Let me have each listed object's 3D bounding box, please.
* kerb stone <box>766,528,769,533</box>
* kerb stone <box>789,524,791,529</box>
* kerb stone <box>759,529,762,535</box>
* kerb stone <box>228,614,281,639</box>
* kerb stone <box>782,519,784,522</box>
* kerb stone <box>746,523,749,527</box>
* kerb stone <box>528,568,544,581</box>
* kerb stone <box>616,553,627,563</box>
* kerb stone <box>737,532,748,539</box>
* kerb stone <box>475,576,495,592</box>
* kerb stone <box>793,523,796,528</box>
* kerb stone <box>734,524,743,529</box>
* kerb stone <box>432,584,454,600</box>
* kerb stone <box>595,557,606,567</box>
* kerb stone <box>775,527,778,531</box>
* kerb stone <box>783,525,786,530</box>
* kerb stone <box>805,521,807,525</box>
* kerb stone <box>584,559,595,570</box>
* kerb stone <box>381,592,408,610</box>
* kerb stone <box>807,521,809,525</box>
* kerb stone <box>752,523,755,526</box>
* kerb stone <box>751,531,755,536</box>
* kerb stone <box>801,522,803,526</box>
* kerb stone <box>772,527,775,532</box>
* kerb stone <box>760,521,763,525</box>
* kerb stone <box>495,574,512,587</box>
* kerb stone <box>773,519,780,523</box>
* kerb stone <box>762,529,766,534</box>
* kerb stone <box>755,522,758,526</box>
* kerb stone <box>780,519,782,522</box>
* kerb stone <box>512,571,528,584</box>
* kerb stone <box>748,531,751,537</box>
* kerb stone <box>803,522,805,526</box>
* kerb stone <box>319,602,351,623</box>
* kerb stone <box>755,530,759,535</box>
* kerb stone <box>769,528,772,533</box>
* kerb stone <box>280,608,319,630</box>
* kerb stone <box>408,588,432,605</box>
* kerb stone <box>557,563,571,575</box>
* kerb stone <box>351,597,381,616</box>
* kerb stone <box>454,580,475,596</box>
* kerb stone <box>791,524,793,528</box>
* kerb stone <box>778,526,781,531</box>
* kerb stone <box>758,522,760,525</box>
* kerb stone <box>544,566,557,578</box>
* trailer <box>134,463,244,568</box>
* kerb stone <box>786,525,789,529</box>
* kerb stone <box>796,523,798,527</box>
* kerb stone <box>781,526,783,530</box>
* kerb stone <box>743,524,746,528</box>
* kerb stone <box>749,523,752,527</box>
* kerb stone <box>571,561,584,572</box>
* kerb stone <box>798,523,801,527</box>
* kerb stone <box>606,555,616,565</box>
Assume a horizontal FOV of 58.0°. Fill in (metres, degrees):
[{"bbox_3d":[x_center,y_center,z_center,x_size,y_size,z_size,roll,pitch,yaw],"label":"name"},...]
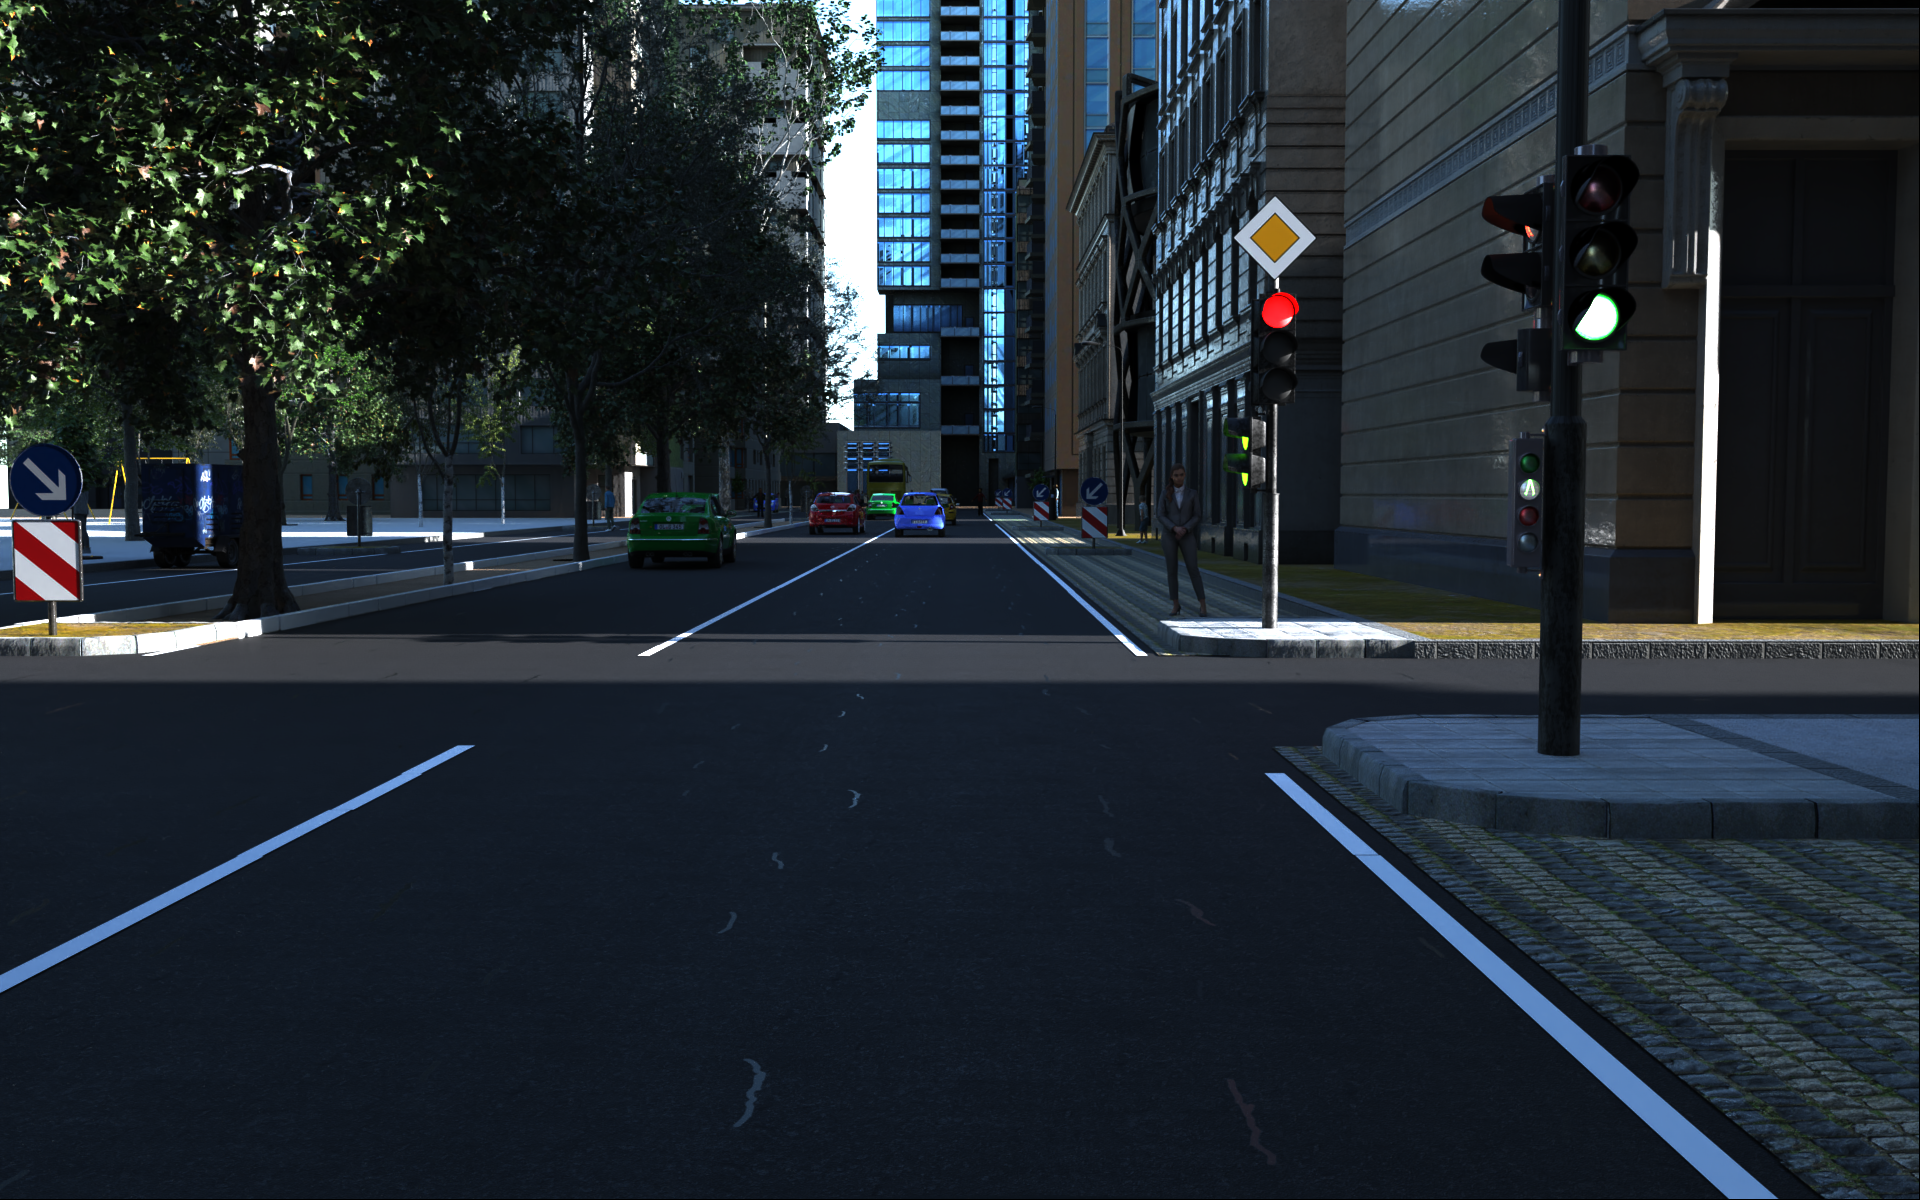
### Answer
[{"bbox_3d":[-7.145,-2.484,62.808,0.120,0.150,1.000,0,3,0],"label":"kerb stone"},{"bbox_3d":[-7.138,-2.979,71.007,0.120,0.150,1.000,0,3,0],"label":"kerb stone"},{"bbox_3d":[-7.143,-2.354,60.748,0.120,0.150,1.000,0,3,0],"label":"kerb stone"},{"bbox_3d":[-7.198,0.278,17.643,0.120,0.150,1.000,0,3,0],"label":"kerb stone"},{"bbox_3d":[-9.211,-4.046,88.351,0.120,0.150,1.000,0,3,0],"label":"kerb stone"},{"bbox_3d":[-9.233,-3.168,73.988,0.120,0.150,1.000,0,3,0],"label":"kerb stone"},{"bbox_3d":[-7.179,-0.412,28.936,0.120,0.150,1.000,0,3,0],"label":"kerb stone"},{"bbox_3d":[-7.167,-0.852,36.129,0.120,0.150,1.000,0,3,0],"label":"kerb stone"},{"bbox_3d":[-7.155,-2.108,56.656,0.120,0.150,1.000,0,3,0],"label":"kerb stone"},{"bbox_3d":[-7.180,-0.224,25.857,0.120,0.150,1.000,0,3,0],"label":"kerb stone"},{"bbox_3d":[-7.135,-3.110,73.051,0.120,0.150,1.000,0,3,0],"label":"kerb stone"},{"bbox_3d":[-9.236,-3.039,71.944,0.120,0.150,1.000,0,3,0],"label":"kerb stone"},{"bbox_3d":[-7.190,-0.098,23.796,0.120,0.150,1.000,0,3,0],"label":"kerb stone"},{"bbox_3d":[-7.179,-0.726,34.064,0.120,0.150,1.000,0,3,0],"label":"kerb stone"},{"bbox_3d":[-7.139,-2.672,65.890,0.120,0.150,1.000,0,3,0],"label":"kerb stone"},{"bbox_3d":[-7.147,-2.857,68.959,0.120,0.150,1.000,0,3,0],"label":"kerb stone"},{"bbox_3d":[-7.136,-3.425,78.189,0.120,0.150,1.000,0,3,0],"label":"kerb stone"},{"bbox_3d":[-7.174,-0.659,33.033,0.120,0.150,1.000,0,3,0],"label":"kerb stone"},{"bbox_3d":[-7.188,0.027,21.751,0.120,0.150,1.000,0,3,0],"label":"kerb stone"},{"bbox_3d":[-7.130,-3.480,79.214,0.120,0.150,1.000,0,3,0],"label":"kerb stone"},{"bbox_3d":[-9.229,-3.292,76.036,0.120,0.150,1.000,0,3,0],"label":"kerb stone"},{"bbox_3d":[-7.153,-2.233,58.702,0.120,0.150,1.000,0,3,0],"label":"kerb stone"},{"bbox_3d":[-7.139,-3.299,76.134,0.120,0.150,1.000,0,3,0],"label":"kerb stone"},{"bbox_3d":[-7.142,-2.603,64.859,0.120,0.150,1.000,0,3,0],"label":"kerb stone"},{"bbox_3d":[-9.228,-3.481,79.112,0.120,0.150,1.000,0,3,0],"label":"kerb stone"},{"bbox_3d":[-7.189,-0.286,26.880,0.120,0.150,1.000,0,3,0],"label":"kerb stone"},{"bbox_3d":[-9.215,-3.920,86.286,0.120,0.150,1.000,0,3,0],"label":"kerb stone"},{"bbox_3d":[-7.139,-2.421,61.779,0.120,0.150,1.000,0,3,0],"label":"kerb stone"},{"bbox_3d":[-9.231,-3.356,77.059,0.120,0.150,1.000,0,3,0],"label":"kerb stone"},{"bbox_3d":[-9.210,-3.983,87.316,0.120,0.150,1.000,0,3,0],"label":"kerb stone"},{"bbox_3d":[-7.186,-0.348,27.914,0.120,0.150,1.000,0,3,0],"label":"kerb stone"},{"bbox_3d":[-7.150,-2.170,57.680,0.120,0.150,1.000,0,3,0],"label":"kerb stone"},{"bbox_3d":[-7.125,-3.362,77.161,0.120,0.150,1.000,0,3,0],"label":"kerb stone"},{"bbox_3d":[-7.192,0.153,19.700,0.120,0.150,1.000,0,3,0],"label":"kerb stone"},{"bbox_3d":[-7.146,-2.295,59.725,0.120,0.150,1.000,0,3,0],"label":"kerb stone"},{"bbox_3d":[-7.147,-2.541,63.831,0.120,0.150,1.000,0,3,0],"label":"kerb stone"},{"bbox_3d":[-7.186,0.215,18.678,0.120,0.150,1.000,0,3,0],"label":"kerb stone"},{"bbox_3d":[-7.190,-0.035,22.773,0.120,0.150,1.000,0,3,0],"label":"kerb stone"},{"bbox_3d":[-7.180,-0.537,30.987,0.120,0.150,1.000,0,3,0],"label":"kerb stone"},{"bbox_3d":[-7.192,0.091,20.729,0.120,0.150,1.000,0,3,0],"label":"kerb stone"},{"bbox_3d":[-7.186,-0.159,24.828,0.120,0.150,1.000,0,3,0],"label":"kerb stone"},{"bbox_3d":[-7.144,-3.045,72.029,0.120,0.150,1.000,0,3,0],"label":"kerb stone"},{"bbox_3d":[-7.135,-2.735,66.914,0.120,0.150,1.000,0,3,0],"label":"kerb stone"},{"bbox_3d":[-9.230,-3.414,78.081,0.120,0.150,1.000,0,3,0],"label":"kerb stone"},{"bbox_3d":[-7.184,-0.475,29.958,0.120,0.150,1.000,0,3,0],"label":"kerb stone"},{"bbox_3d":[-14.774,-1.591,33.054,1.471,1.999,3.904,0,4,1],"label":"trailer"},{"bbox_3d":[-7.138,-2.923,69.981,0.120,0.150,1.000,0,3,0],"label":"kerb stone"},{"bbox_3d":[-7.133,-3.168,74.074,0.120,0.150,1.000,0,3,0],"label":"kerb stone"},{"bbox_3d":[-7.144,-2.798,67.936,0.120,0.150,1.000,0,3,0],"label":"kerb stone"},{"bbox_3d":[-9.232,-3.105,72.966,0.120,0.150,1.000,0,3,0],"label":"kerb stone"},{"bbox_3d":[-9.236,-3.230,75.014,0.120,0.150,1.000,0,3,0],"label":"kerb stone"},{"bbox_3d":[-7.175,-0.600,32.009,0.120,0.150,1.000,0,3,0],"label":"kerb stone"},{"bbox_3d":[-7.128,-3.236,75.109,0.120,0.150,1.000,0,3,0],"label":"kerb stone"},{"bbox_3d":[-7.173,-0.786,35.086,0.120,0.150,1.000,0,3,0],"label":"kerb stone"}]
